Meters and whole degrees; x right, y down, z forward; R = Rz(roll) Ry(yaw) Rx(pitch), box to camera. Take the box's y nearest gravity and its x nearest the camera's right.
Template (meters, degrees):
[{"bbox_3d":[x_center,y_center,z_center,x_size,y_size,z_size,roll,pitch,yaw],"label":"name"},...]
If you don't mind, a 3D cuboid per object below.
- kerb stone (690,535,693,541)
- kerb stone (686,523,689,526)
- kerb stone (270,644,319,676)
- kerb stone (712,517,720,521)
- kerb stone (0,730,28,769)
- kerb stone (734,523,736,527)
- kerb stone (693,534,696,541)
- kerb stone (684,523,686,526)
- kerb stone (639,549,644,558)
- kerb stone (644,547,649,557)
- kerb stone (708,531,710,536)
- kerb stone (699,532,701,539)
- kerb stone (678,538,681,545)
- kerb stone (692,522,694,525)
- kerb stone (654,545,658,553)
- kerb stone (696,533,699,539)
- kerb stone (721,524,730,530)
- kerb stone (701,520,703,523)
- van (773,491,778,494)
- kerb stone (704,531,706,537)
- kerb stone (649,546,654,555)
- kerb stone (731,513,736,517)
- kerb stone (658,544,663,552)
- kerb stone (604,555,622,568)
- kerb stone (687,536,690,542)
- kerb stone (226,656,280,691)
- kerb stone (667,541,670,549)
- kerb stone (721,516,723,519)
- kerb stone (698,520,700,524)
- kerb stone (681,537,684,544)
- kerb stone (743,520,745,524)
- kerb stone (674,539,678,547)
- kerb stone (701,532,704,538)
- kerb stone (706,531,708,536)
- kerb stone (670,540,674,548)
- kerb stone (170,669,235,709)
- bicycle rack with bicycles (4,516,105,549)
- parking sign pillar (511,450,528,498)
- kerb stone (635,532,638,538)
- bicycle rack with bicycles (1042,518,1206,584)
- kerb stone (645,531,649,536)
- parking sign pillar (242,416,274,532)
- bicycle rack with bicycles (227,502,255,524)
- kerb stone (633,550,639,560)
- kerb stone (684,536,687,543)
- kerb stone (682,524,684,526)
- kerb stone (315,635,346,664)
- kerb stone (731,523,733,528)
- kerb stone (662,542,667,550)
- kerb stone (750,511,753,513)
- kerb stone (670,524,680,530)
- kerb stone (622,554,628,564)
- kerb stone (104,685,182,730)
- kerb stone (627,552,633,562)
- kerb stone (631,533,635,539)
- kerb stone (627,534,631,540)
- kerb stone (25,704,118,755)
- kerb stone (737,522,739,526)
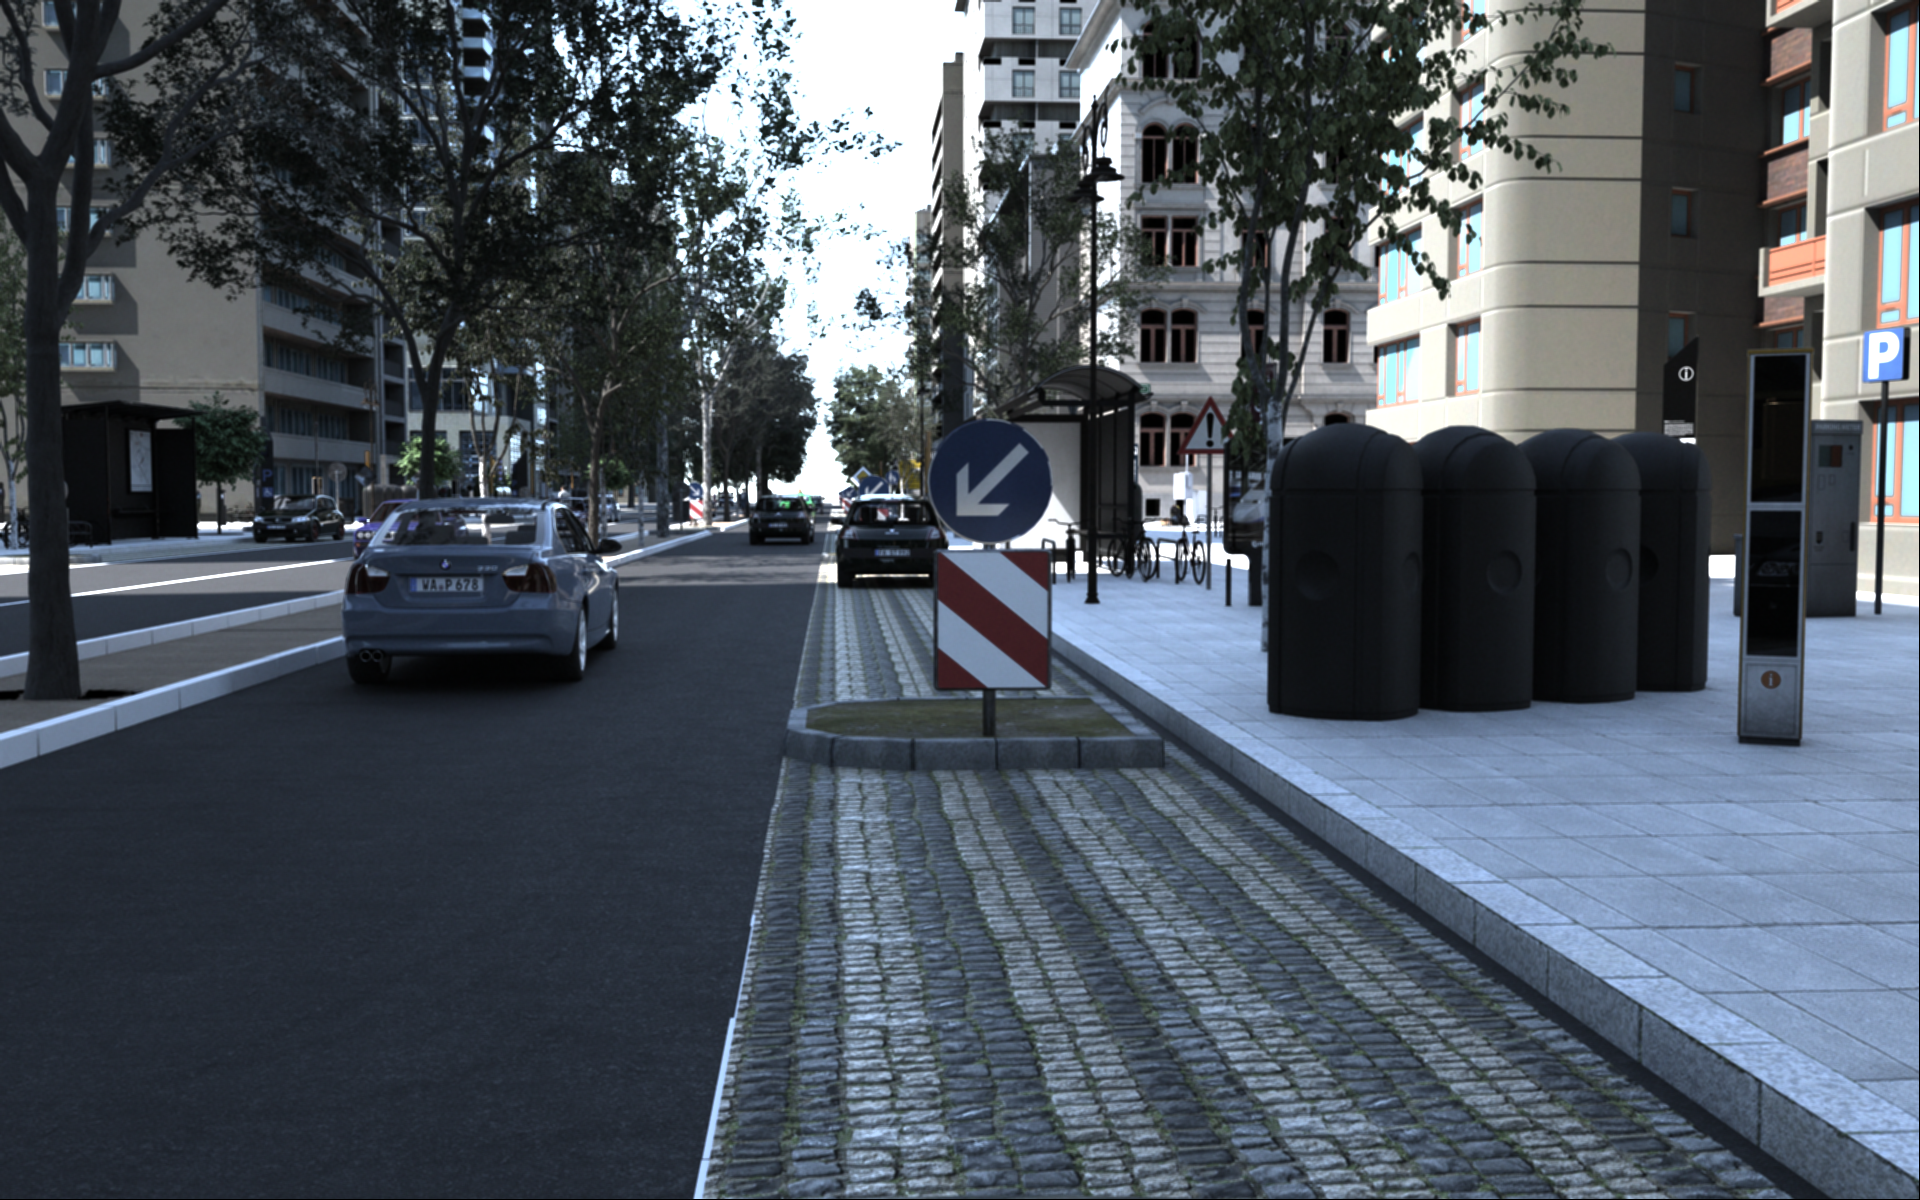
[{"bbox_3d":[-8.173,-1.816,51.880,0.120,0.150,1.000,0,4,-4],"label":"kerb stone"},{"bbox_3d":[-11.933,-3.211,74.775,0.120,0.150,1.000,0,4,-4],"label":"kerb stone"},{"bbox_3d":[-5.442,0.497,14.069,0.120,0.150,1.000,0,4,-4],"label":"kerb stone"},{"bbox_3d":[-13.414,-4.466,95.207,0.120,0.150,1.000,0,4,-4],"label":"kerb stone"},{"bbox_3d":[-5.060,0.812,8.948,0.120,0.150,1.000,0,4,-4],"label":"kerb stone"},{"bbox_3d":[-9.763,-3.160,73.853,0.120,0.150,1.000,0,4,-4],"label":"kerb stone"},{"bbox_3d":[-8.243,-1.878,52.902,0.120,0.150,1.000,0,4,-4],"label":"kerb stone"},{"bbox_3d":[-11.859,-3.147,73.755,0.120,0.150,1.000,0,4,-4],"label":"kerb stone"},{"bbox_3d":[-7.207,-1.003,38.601,0.120,0.150,1.000,0,4,-4],"label":"kerb stone"},{"bbox_3d":[-7.288,-1.066,39.620,0.120,0.150,1.000,0,4,-4],"label":"kerb stone"},{"bbox_3d":[-8.687,-2.252,59.020,0.120,0.150,1.000,0,4,-4],"label":"kerb stone"},{"bbox_3d":[-8.398,-1.995,54.941,0.120,0.150,1.000,0,4,-4],"label":"kerb stone"},{"bbox_3d":[-7.873,-1.565,47.801,0.120,0.150,1.000,0,4,-4],"label":"kerb stone"},{"bbox_3d":[-12.153,-3.403,77.846,0.120,0.150,1.000,0,4,-4],"label":"kerb stone"},{"bbox_3d":[-7.429,-1.190,41.660,0.120,0.150,1.000,0,4,-4],"label":"kerb stone"},{"bbox_3d":[-8.314,-1.940,53.922,0.120,0.150,1.000,0,4,-4],"label":"kerb stone"},{"bbox_3d":[-9.470,-2.903,69.776,0.120,0.150,1.000,0,4,-4],"label":"kerb stone"},{"bbox_3d":[-12.676,-3.837,84.995,0.120,0.150,1.000,0,4,-4],"label":"kerb stone"},{"bbox_3d":[-28.457,-15.687,263.499,2.013,2.044,4.112,0,4,-6],"label":"van"},{"bbox_3d":[-8.539,-2.128,56.981,0.120,0.150,1.000,0,4,-4],"label":"kerb stone"},{"bbox_3d":[-7.356,-1.128,40.640,0.120,0.150,1.000,0,4,-4],"label":"kerb stone"},{"bbox_3d":[-14.668,-5.526,112.576,0.120,0.150,1.000,0,4,-4],"label":"kerb stone"},{"bbox_3d":[-7.501,-1.251,42.686,0.120,0.150,1.000,0,4,-4],"label":"kerb stone"},{"bbox_3d":[-6.920,-0.754,34.519,0.120,0.150,1.000,0,4,-4],"label":"kerb stone"},{"bbox_3d":[-8.101,-1.752,50.861,0.120,0.150,1.000,0,4,-4],"label":"kerb stone"},{"bbox_3d":[-5.360,0.561,13.037,0.120,0.150,1.000,0,4,-4],"label":"kerb stone"},{"bbox_3d":[-7.655,-1.378,44.729,0.120,0.150,1.000,0,4,-4],"label":"kerb stone"},{"bbox_3d":[-13.567,-4.590,97.255,0.120,0.150,1.000,0,4,-4],"label":"kerb stone"},{"bbox_3d":[-12.376,-3.587,80.908,0.120,0.150,1.000,0,4,-4],"label":"kerb stone"},{"bbox_3d":[-7.953,-1.629,48.821,0.120,0.150,1.000,0,4,-4],"label":"kerb stone"},{"bbox_3d":[-10.278,-3.593,81.016,0.120,0.150,1.000,0,4,-4],"label":"kerb stone"},{"bbox_3d":[-7.804,-1.503,46.777,0.120,0.150,1.000,0,4,-4],"label":"kerb stone"},{"bbox_3d":[-8.468,-2.061,55.961,0.120,0.150,1.000,0,4,-4],"label":"kerb stone"},{"bbox_3d":[-8.622,-2.190,58.000,0.120,0.150,1.000,0,4,-4],"label":"kerb stone"},{"bbox_3d":[-7.729,-1.441,45.757,0.120,0.150,1.000,0,4,-4],"label":"kerb stone"},{"bbox_3d":[-5.284,0.622,12.018,0.120,0.150,1.000,0,4,-4],"label":"kerb stone"},{"bbox_3d":[-22.135,-1.729,41.658,2.925,0.926,2.852,-2,4,-29],"label":"bicycle rack with bicycles"},{"bbox_3d":[-26.846,-7.162,105.572,1.447,3.967,1.447,1,4,14],"label":"parking sign pillar"},{"bbox_3d":[-10.561,-2.052,55.798,0.120,0.150,1.000,0,4,-4],"label":"kerb stone"},{"bbox_3d":[2.310,-0.754,25.717,2.852,0.926,2.925,0,4,-1],"label":"bicycle rack with bicycles"},{"bbox_3d":[-10.770,-2.243,58.869,0.120,0.150,1.000,0,4,-4],"label":"kerb stone"},{"bbox_3d":[-23.915,-4.342,59.472,1.447,3.967,1.447,-2,4,-33],"label":"parking sign pillar"},{"bbox_3d":[-31.018,-3.853,76.385,2.925,0.926,2.852,0,4,-3],"label":"bicycle rack with bicycles"},{"bbox_3d":[-7.139,-0.940,37.580,0.120,0.150,1.000,0,4,-4],"label":"kerb stone"},{"bbox_3d":[-8.031,-1.691,49.841,0.120,0.150,1.000,0,4,-4],"label":"kerb stone"},{"bbox_3d":[-11.789,-3.088,72.728,0.120,0.150,1.000,0,4,-4],"label":"kerb stone"},{"bbox_3d":[-5.508,0.438,15.095,0.120,0.150,1.000,0,4,-4],"label":"kerb stone"},{"bbox_3d":[-9.615,-3.035,71.815,0.120,0.150,1.000,0,4,-4],"label":"kerb stone"},{"bbox_3d":[-7.578,-1.316,43.705,0.120,0.150,1.000,0,4,-4],"label":"kerb stone"},{"bbox_3d":[-16.675,-7.216,140.179,0.120,0.150,1.000,0,4,-4],"label":"kerb stone"},{"bbox_3d":[-11.638,-2.966,70.683,0.120,0.150,1.000,0,4,-4],"label":"kerb stone"},{"bbox_3d":[-6.984,-0.816,35.540,0.120,0.150,1.000,0,4,-4],"label":"kerb stone"},{"bbox_3d":[-5.209,0.685,10.995,0.120,0.150,1.000,0,4,-4],"label":"kerb stone"},{"bbox_3d":[-7.067,-0.879,36.560,0.120,0.150,1.000,0,4,-4],"label":"kerb stone"},{"bbox_3d":[-10.486,-1.993,54.775,0.120,0.150,1.000,0,4,-4],"label":"kerb stone"},{"bbox_3d":[-10.415,-1.930,53.750,0.120,0.150,1.000,0,4,-4],"label":"kerb stone"},{"bbox_3d":[-5.136,0.750,9.976,0.120,0.150,1.000,0,4,-4],"label":"kerb stone"},{"bbox_3d":[-9.906,-3.283,75.904,0.120,0.150,1.000,0,4,-4],"label":"kerb stone"}]
